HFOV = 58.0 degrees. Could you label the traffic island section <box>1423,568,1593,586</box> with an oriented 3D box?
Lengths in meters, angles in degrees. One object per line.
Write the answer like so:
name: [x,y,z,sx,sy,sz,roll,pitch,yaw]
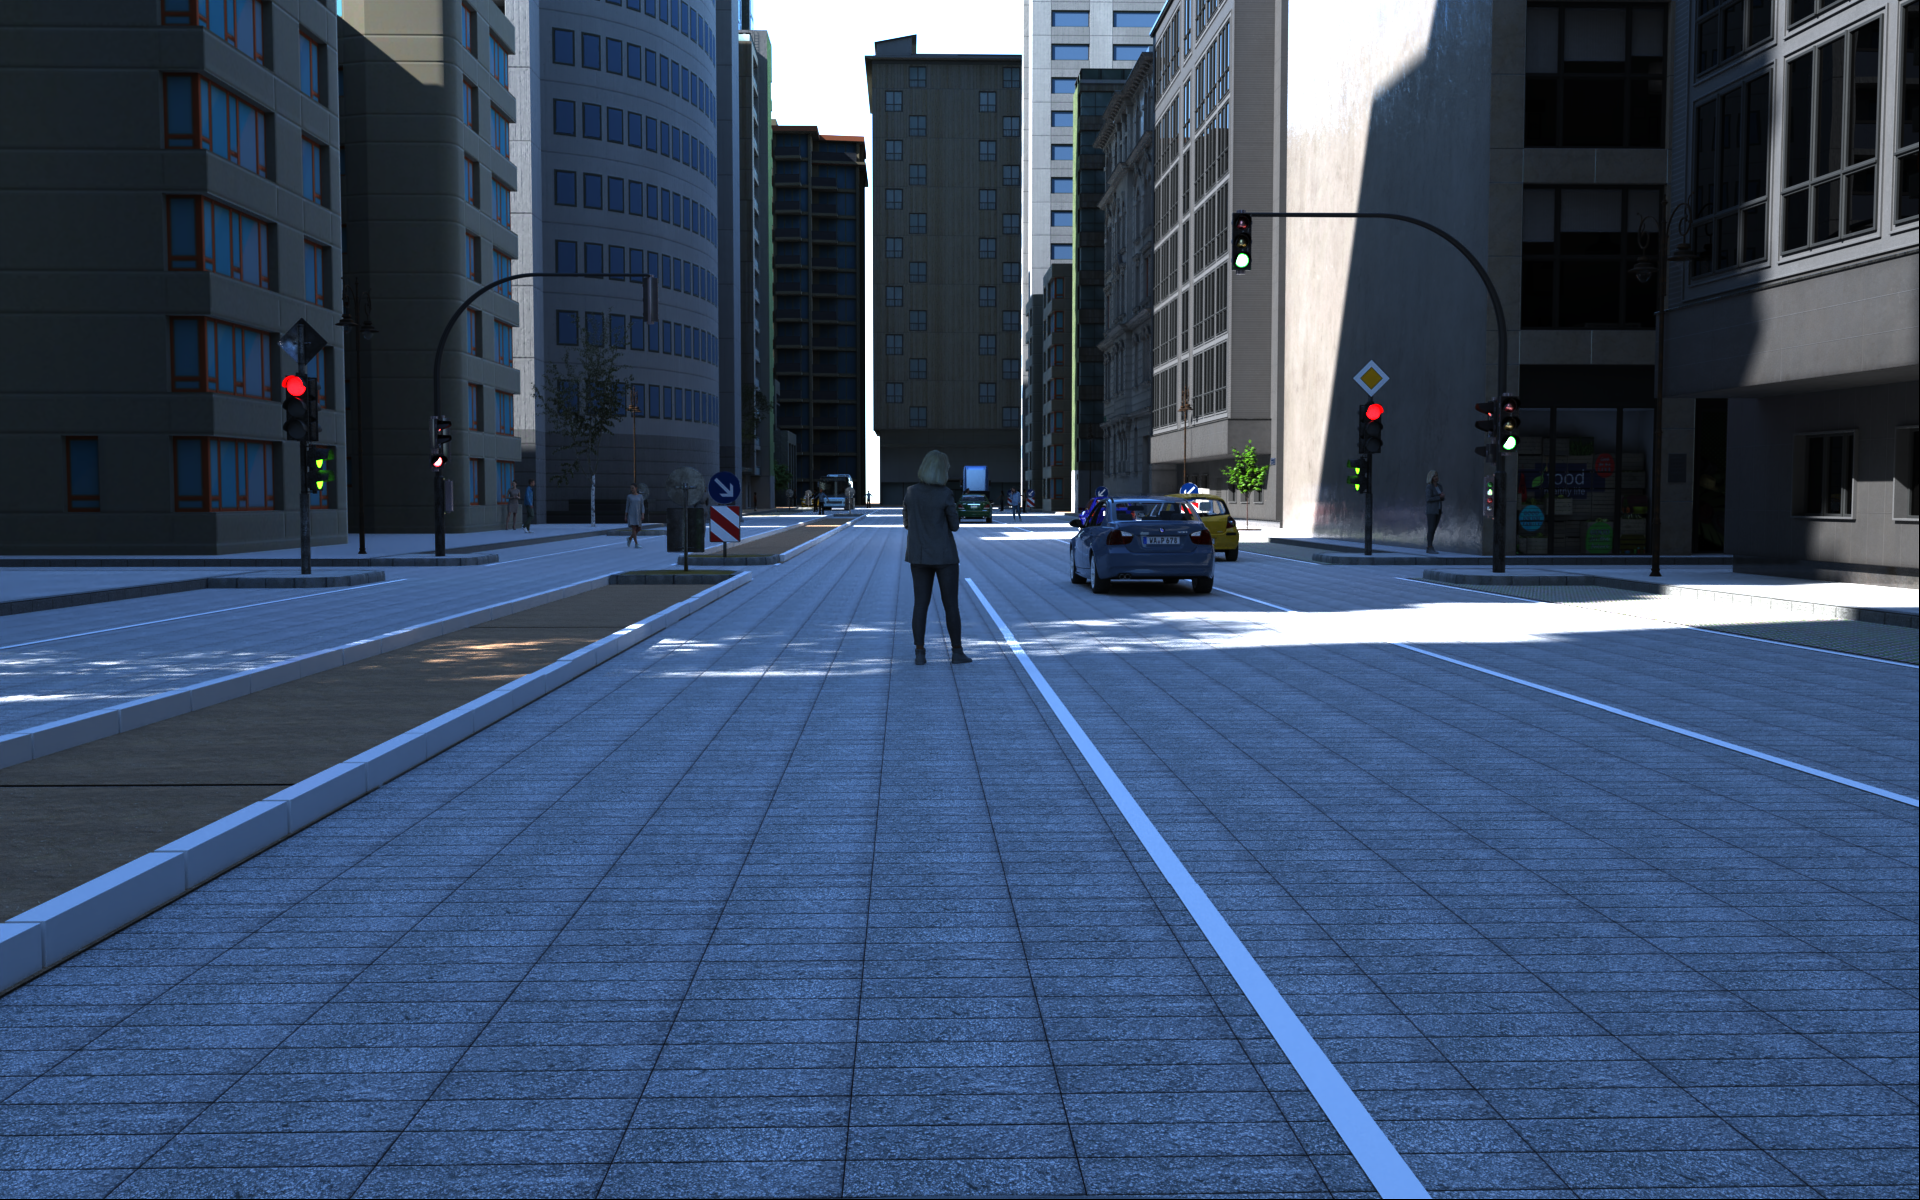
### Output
traffic island section: [8.829,-0.372,28.358,2.009,0.180,2.903,0,4,-2]

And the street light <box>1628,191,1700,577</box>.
street light: [10.847,-3.306,26.834,0.468,5.910,1.993,0,4,-2]

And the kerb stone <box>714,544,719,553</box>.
kerb stone: [-6.027,-1.216,42.072,0.120,0.150,1.000,0,4,-2]

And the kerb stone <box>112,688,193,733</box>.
kerb stone: [-5.072,0.696,10.815,0.120,0.150,1.000,0,4,-2]

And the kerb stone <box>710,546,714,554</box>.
kerb stone: [-5.998,-1.150,41.051,0.120,0.150,1.000,0,4,-2]

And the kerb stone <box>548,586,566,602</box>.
kerb stone: [-5.454,-0.051,23.121,0.120,0.150,1.000,0,4,-2]

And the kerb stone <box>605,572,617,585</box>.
kerb stone: [-5.581,-0.305,27.218,0.120,0.150,1.000,0,4,-2]

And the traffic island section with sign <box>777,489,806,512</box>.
traffic island section with sign: [-13.530,-7.910,137.949,1.989,1.847,2.006,0,4,-2]

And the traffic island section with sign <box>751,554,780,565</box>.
traffic island section with sign: [-4.765,-1.679,35.595,2.006,1.907,1.989,0,4,-2]

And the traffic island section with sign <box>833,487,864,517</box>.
traffic island section with sign: [-7.060,-6.273,110.699,2.006,1.907,1.989,0,4,-2]

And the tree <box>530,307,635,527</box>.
tree: [-14.530,-7.190,67.916,4.360,8.622,3.978,0,3,0]

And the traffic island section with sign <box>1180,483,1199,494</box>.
traffic island section with sign: [7.838,-3.199,60.927,1.989,1.847,2.006,0,4,-2]

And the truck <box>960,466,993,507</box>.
truck: [1.545,-10.309,158.315,2.967,4.110,18.799,0,4,0]

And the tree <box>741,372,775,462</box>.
tree: [-15.727,-10.508,106.218,8.767,10.594,7.601,-1,4,-14]

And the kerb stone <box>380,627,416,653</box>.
kerb stone: [-5.228,0.388,15.934,0.120,0.150,1.000,0,4,-2]

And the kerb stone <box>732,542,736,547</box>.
kerb stone: [-6.155,-1.465,46.172,0.120,0.150,1.000,0,4,-2]

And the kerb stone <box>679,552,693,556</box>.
kerb stone: [-5.874,-0.902,36.954,0.120,0.150,1.000,0,4,-2]

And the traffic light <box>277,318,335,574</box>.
traffic light: [-10.463,-2.368,27.643,0.839,4.253,0.868,0,4,-2]

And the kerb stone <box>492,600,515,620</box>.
kerb stone: [-5.355,0.132,20.030,0.120,0.150,1.000,0,4,-2]

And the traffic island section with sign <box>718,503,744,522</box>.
traffic island section with sign: [-12.000,-4.839,87.750,1.989,1.847,2.006,0,4,-2]

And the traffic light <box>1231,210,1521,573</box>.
traffic light: [6.700,-3.264,28.038,4.771,5.953,1.251,0,4,-2]

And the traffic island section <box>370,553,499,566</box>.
traffic island section: [-10.747,-0.824,35.758,2.009,0.180,2.903,0,4,-2]

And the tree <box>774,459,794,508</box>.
tree: [-17.016,-10.759,159.629,4.285,4.588,4.351,0,3,0]

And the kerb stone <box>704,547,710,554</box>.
kerb stone: [-5.960,-1.090,40.029,0.120,0.150,1.000,0,4,-2]

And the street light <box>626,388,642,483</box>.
street light: [-13.889,-6.189,73.971,0.468,5.910,1.993,0,4,-2]

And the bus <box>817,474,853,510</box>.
bus: [-11.126,-9.863,156.123,2.948,3.499,13.247,0,4,-2]

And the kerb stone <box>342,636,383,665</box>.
kerb stone: [-5.199,0.450,14.908,0.120,0.150,1.000,0,4,-2]

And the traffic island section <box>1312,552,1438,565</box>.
traffic island section: [8.586,-0.860,36.339,2.009,0.180,2.903,0,4,-2]

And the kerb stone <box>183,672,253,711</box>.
kerb stone: [-5.102,0.634,11.836,0.120,0.150,1.000,0,4,-2]

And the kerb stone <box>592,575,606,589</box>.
kerb stone: [-5.539,-0.241,26.197,0.120,0.150,1.000,0,4,-2]

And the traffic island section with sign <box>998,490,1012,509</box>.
traffic island section with sign: [4.668,-9.572,165.137,1.989,1.847,2.006,0,4,-2]

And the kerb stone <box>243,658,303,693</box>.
kerb stone: [-5.137,0.572,12.860,0.120,0.150,1.000,0,4,-2]

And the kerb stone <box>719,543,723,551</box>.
kerb stone: [-6.052,-1.270,43.098,0.120,0.150,1.000,0,4,-2]

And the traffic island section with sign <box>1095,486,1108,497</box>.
traffic island section with sign: [7.022,-4.859,88.074,1.989,1.847,2.006,0,4,-2]

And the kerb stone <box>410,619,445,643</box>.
kerb stone: [-5.267,0.320,16.960,0.120,0.150,1.000,0,4,-2]

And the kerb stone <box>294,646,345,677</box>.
kerb stone: [-5.172,0.508,13.882,0.120,0.150,1.000,0,4,-2]

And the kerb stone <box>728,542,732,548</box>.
kerb stone: [-6.120,-1.403,45.141,0.120,0.150,1.000,0,4,-2]

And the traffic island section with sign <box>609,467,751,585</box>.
traffic island section with sign: [-4.549,-1.227,28.191,2.006,1.907,1.989,0,4,-2]

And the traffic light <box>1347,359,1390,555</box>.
traffic light: [8.546,-2.893,36.224,0.839,4.253,0.868,0,4,-2]

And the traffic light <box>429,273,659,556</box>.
traffic light: [-8.618,-3.734,35.723,4.771,5.953,1.251,0,4,-2]

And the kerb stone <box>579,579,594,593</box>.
kerb stone: [-5.512,-0.182,25.171,0.120,0.150,1.000,0,4,-2]

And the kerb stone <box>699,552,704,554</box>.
kerb stone: [-5.932,-1.028,38.999,0.120,0.150,1.000,0,4,-2]

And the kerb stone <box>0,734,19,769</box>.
kerb stone: [-5.015,0.821,8.771,0.120,0.150,1.000,0,4,-2]

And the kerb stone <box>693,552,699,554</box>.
kerb stone: [-5.905,-0.965,37.977,0.120,0.150,1.000,0,4,-2]

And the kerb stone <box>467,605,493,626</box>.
kerb stone: [-5.328,0.195,19.003,0.120,0.150,1.000,0,4,-2]

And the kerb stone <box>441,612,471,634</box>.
kerb stone: [-5.294,0.258,17.982,0.120,0.150,1.000,0,4,-2]

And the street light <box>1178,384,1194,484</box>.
street light: [9.518,-6.145,73.257,0.468,5.910,1.993,0,4,-2]

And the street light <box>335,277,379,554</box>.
street light: [-12.828,-3.927,37.002,0.468,5.910,1.993,0,4,-2]

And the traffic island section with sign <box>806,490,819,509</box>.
traffic island section with sign: [-14.365,-9.570,165.093,1.989,1.847,2.006,0,4,-2]

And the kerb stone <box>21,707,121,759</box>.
kerb stone: [-5.046,0.759,9.793,0.120,0.150,1.000,0,4,-2]

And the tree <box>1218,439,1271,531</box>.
tree: [10.192,-4.050,60.816,1.663,3.219,1.824,0,3,0]

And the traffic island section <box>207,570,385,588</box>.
traffic island section: [-10.504,-0.336,27.777,2.009,0.180,2.903,0,4,-2]

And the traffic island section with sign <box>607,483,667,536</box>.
traffic island section with sign: [-11.168,-3.165,60.372,1.989,1.847,2.006,0,4,-2]

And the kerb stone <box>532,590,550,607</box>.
kerb stone: [-5.424,0.012,22.088,0.120,0.150,1.000,0,4,-2]

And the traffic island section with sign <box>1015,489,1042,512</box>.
traffic island section with sign: [5.487,-7.925,138.194,1.989,1.847,2.006,0,4,-2]

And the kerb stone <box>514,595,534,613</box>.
kerb stone: [-5.386,0.074,21.063,0.120,0.150,1.000,0,4,-2]

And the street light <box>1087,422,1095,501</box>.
street light: [8.331,-8.438,110.747,0.468,5.910,1.993,0,4,-2]

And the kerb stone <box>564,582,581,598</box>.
kerb stone: [-5.476,-0.115,24.142,0.120,0.150,1.000,0,4,-2]

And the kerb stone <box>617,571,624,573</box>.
kerb stone: [-5.608,-0.370,28.240,0.120,0.150,1.000,0,4,-2]
